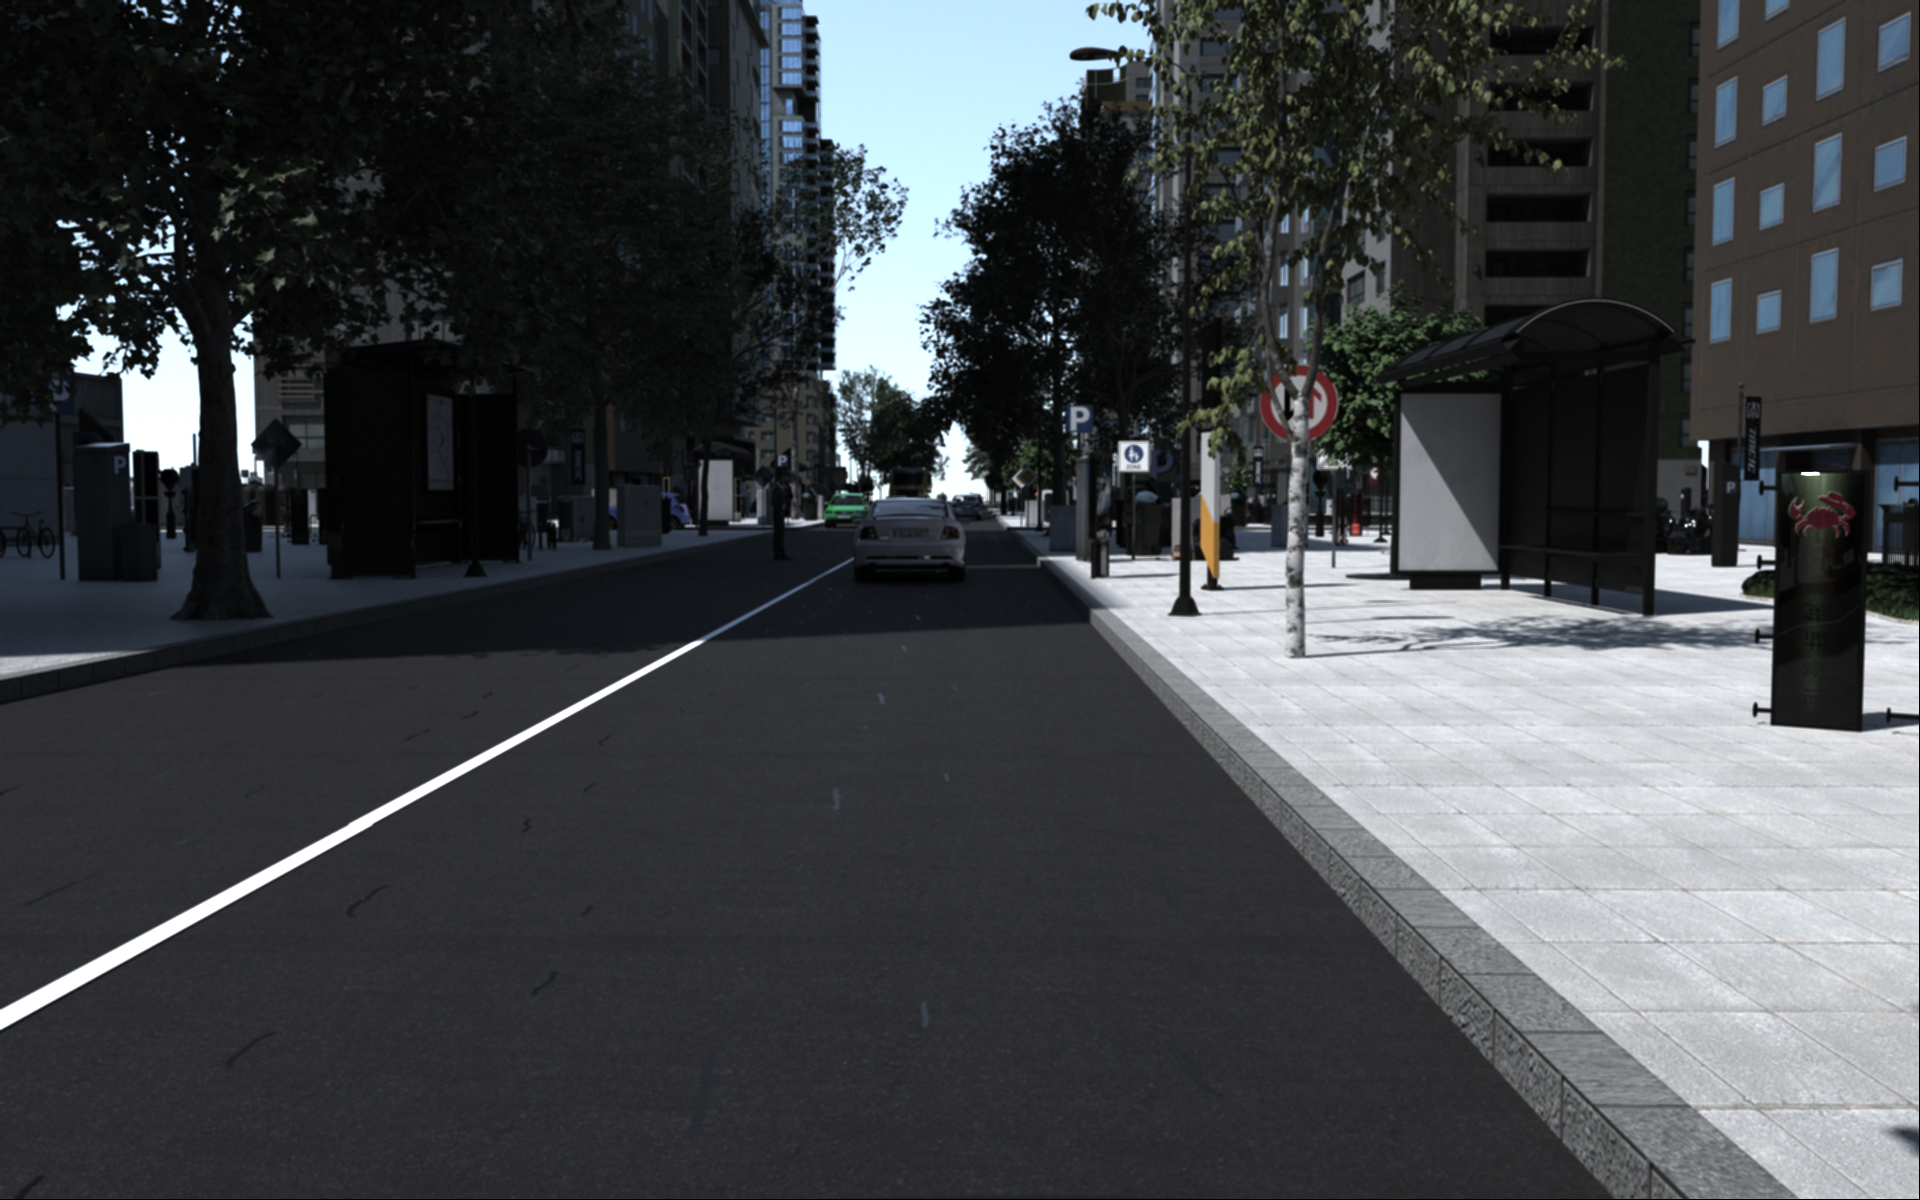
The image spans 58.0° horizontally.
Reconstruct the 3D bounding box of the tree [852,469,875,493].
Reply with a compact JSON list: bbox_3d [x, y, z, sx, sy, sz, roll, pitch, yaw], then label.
[{"bbox_3d":[-7.421,-8.284,130.040,1.663,3.219,1.824,0,3,0],"label":"tree"}]

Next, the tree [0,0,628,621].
[{"bbox_3d":[-7.767,-6.164,17.791,9.611,12.733,9.660,0,3,0],"label":"tree"}]

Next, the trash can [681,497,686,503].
[{"bbox_3d":[-13.590,-4.407,83.715,0.748,1.137,0.748,0,3,0],"label":"trash can"}]

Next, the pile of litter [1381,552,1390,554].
[{"bbox_3d":[9.856,-1.433,37.392,1.719,0.858,1.176,-1,4,-11],"label":"pile of litter"}]

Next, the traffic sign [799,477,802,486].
[{"bbox_3d":[-11.419,-7.398,121.055,0.768,2.556,0.104,1,4,10],"label":"traffic sign"}]

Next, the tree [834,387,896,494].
[{"bbox_3d":[-6.701,-10.232,117.655,4.360,8.622,3.978,0,3,0],"label":"tree"}]

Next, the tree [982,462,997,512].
[{"bbox_3d":[4.290,-8.318,119.707,4.285,4.588,4.351,0,3,0],"label":"tree"}]

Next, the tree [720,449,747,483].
[{"bbox_3d":[-17.142,-8.666,125.396,4.285,4.588,4.351,0,3,0],"label":"tree"}]

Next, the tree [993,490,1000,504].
[{"bbox_3d":[4.820,-14.633,233.842,1.663,3.219,1.824,0,3,0],"label":"tree"}]

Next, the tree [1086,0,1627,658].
[{"bbox_3d":[2.802,-3.861,13.498,4.737,8.622,4.395,0,3,0],"label":"tree"}]

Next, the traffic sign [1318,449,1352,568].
[{"bbox_3d":[6.496,-1.708,30.055,0.606,2.300,0.079,0,4,6],"label":"traffic sign"}]

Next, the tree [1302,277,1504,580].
[{"bbox_3d":[6.579,-2.608,26.350,4.285,4.588,4.351,0,3,0],"label":"tree"}]

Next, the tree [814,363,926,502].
[{"bbox_3d":[-7.539,-13.036,138.898,9.928,11.665,9.643,0,3,0],"label":"tree"}]

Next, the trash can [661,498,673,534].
[{"bbox_3d":[-9.671,-2.717,56.079,0.748,1.137,0.748,0,3,0],"label":"trash can"}]

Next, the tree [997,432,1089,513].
[{"bbox_3d":[3.986,-5.606,75.364,4.285,4.588,4.351,0,3,0],"label":"tree"}]

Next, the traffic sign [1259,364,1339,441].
[{"bbox_3d":[3.325,-1.037,17.065,0.768,2.556,0.104,0,4,5],"label":"traffic sign"}]

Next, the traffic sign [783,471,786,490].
[{"bbox_3d":[-9.834,-5.943,97.282,0.768,2.556,0.104,0,4,5],"label":"traffic sign"}]

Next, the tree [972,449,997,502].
[{"bbox_3d":[5.687,-21.614,279.141,9.928,11.665,9.643,0,3,0],"label":"tree"}]

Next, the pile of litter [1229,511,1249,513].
[{"bbox_3d":[5.980,-1.627,40.563,1.176,0.858,1.719,1,4,20],"label":"pile of litter"}]

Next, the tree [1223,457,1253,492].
[{"bbox_3d":[14.095,-5.694,87.703,1.663,3.219,1.824,0,3,0],"label":"tree"}]

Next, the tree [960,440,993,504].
[{"bbox_3d":[3.942,-18.969,228.265,7.486,12.596,7.792,0,3,0],"label":"tree"}]

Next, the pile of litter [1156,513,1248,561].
[{"bbox_3d":[4.604,-1.204,33.649,1.719,0.858,1.176,0,4,2],"label":"pile of litter"}]

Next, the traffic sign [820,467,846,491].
[{"bbox_3d":[-9.551,-8.226,128.368,2.265,3.308,0.079,0,4,1],"label":"traffic sign"}]

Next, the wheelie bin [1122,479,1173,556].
[{"bbox_3d":[3.807,-1.724,36.090,0.693,1.594,0.980,-2,4,-31],"label":"wheelie bin"}]

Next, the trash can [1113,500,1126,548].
[{"bbox_3d":[4.045,-1.827,41.522,0.748,1.137,0.748,0,3,0],"label":"trash can"}]

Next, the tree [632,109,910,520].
[{"bbox_3d":[-9.655,-14.131,86.923,12.611,20.169,13.585,0,3,0],"label":"tree"}]

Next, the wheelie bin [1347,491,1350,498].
[{"bbox_3d":[24.451,-6.093,107.535,0.693,1.594,0.980,3,5,40],"label":"wheelie bin"}]

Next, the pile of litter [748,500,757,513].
[{"bbox_3d":[-13.980,-6.385,118.358,1.719,0.858,1.176,0,4,3],"label":"pile of litter"}]

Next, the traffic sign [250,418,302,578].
[{"bbox_3d":[-10.429,-1.545,26.439,0.795,2.450,0.064,0,4,2],"label":"traffic sign"}]

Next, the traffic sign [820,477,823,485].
[{"bbox_3d":[-10.433,-7.805,127.719,0.768,2.556,0.104,1,4,8],"label":"traffic sign"}]

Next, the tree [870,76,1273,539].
[{"bbox_3d":[3.608,-6.396,38.984,7.601,10.594,8.767,2,4,30],"label":"tree"}]

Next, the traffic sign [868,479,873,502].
[{"bbox_3d":[-7.084,-8.180,133.852,0.768,2.556,0.104,1,4,9],"label":"traffic sign"}]

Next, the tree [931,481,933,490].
[{"bbox_3d":[-6.194,-18.992,294.233,4.285,4.588,4.351,0,3,0],"label":"tree"}]

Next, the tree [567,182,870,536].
[{"bbox_3d":[-7.842,-7.226,52.557,8.767,10.594,7.601,-1,4,-14],"label":"tree"}]

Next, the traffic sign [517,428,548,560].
[{"bbox_3d":[-8.325,-2.039,33.437,0.768,2.556,0.104,0,4,4],"label":"traffic sign"}]

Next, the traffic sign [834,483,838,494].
[{"bbox_3d":[-9.015,-7.642,125.054,0.768,2.556,0.104,1,4,8],"label":"traffic sign"}]

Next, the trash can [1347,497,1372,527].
[{"bbox_3d":[15.735,-3.427,67.684,0.748,1.137,0.748,0,3,0],"label":"trash can"}]

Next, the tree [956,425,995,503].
[{"bbox_3d":[4.626,-23.750,244.199,12.611,20.169,13.585,0,3,0],"label":"tree"}]

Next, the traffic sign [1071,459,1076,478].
[{"bbox_3d":[4.240,-3.688,60.408,0.768,2.556,0.104,0,4,1],"label":"traffic sign"}]

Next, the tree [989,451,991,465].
[{"bbox_3d":[4.936,-15.194,198.783,4.360,8.622,3.978,0,3,0],"label":"tree"}]

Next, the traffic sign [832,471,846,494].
[{"bbox_3d":[-6.741,-5.886,96.343,0.768,2.556,0.104,0,4,7],"label":"traffic sign"}]

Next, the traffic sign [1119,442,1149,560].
[{"bbox_3d":[3.367,-1.924,33.585,0.606,2.300,0.079,0,4,7],"label":"traffic sign"}]

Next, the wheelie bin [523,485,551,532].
[{"bbox_3d":[-14.190,-3.060,57.938,0.980,1.594,0.693,-3,5,-39],"label":"wheelie bin"}]

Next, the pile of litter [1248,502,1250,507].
[{"bbox_3d":[17.891,-5.765,108.229,1.719,0.858,1.176,1,4,18],"label":"pile of litter"}]

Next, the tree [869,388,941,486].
[{"bbox_3d":[-6.606,-18.202,204.260,9.857,13.997,8.962,0,3,0],"label":"tree"}]

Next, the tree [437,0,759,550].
[{"bbox_3d":[-8.697,-7.442,39.801,7.486,12.596,7.792,0,3,0],"label":"tree"}]

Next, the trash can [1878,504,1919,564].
[{"bbox_3d":[13.092,-0.751,23.940,0.748,1.137,0.748,0,3,0],"label":"trash can"}]

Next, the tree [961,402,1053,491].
[{"bbox_3d":[4.634,-15.279,160.188,12.009,13.543,11.850,0,3,0],"label":"tree"}]

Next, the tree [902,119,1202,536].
[{"bbox_3d":[2.920,-8.287,52.498,9.611,12.733,9.660,0,3,0],"label":"tree"}]

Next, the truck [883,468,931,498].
[{"bbox_3d":[-3.653,-8.117,128.640,3.469,3.379,9.791,0,4,2],"label":"truck"}]

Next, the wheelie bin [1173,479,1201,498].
[{"bbox_3d":[5.158,-1.802,37.370,0.693,1.594,0.980,-3,5,-42],"label":"wheelie bin"}]

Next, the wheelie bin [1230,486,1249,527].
[{"bbox_3d":[10.876,-3.645,67.496,0.693,1.594,0.980,1,4,18],"label":"wheelie bin"}]

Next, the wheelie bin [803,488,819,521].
[{"bbox_3d":[-7.252,-4.660,84.102,0.693,1.594,0.980,1,4,8],"label":"wheelie bin"}]
